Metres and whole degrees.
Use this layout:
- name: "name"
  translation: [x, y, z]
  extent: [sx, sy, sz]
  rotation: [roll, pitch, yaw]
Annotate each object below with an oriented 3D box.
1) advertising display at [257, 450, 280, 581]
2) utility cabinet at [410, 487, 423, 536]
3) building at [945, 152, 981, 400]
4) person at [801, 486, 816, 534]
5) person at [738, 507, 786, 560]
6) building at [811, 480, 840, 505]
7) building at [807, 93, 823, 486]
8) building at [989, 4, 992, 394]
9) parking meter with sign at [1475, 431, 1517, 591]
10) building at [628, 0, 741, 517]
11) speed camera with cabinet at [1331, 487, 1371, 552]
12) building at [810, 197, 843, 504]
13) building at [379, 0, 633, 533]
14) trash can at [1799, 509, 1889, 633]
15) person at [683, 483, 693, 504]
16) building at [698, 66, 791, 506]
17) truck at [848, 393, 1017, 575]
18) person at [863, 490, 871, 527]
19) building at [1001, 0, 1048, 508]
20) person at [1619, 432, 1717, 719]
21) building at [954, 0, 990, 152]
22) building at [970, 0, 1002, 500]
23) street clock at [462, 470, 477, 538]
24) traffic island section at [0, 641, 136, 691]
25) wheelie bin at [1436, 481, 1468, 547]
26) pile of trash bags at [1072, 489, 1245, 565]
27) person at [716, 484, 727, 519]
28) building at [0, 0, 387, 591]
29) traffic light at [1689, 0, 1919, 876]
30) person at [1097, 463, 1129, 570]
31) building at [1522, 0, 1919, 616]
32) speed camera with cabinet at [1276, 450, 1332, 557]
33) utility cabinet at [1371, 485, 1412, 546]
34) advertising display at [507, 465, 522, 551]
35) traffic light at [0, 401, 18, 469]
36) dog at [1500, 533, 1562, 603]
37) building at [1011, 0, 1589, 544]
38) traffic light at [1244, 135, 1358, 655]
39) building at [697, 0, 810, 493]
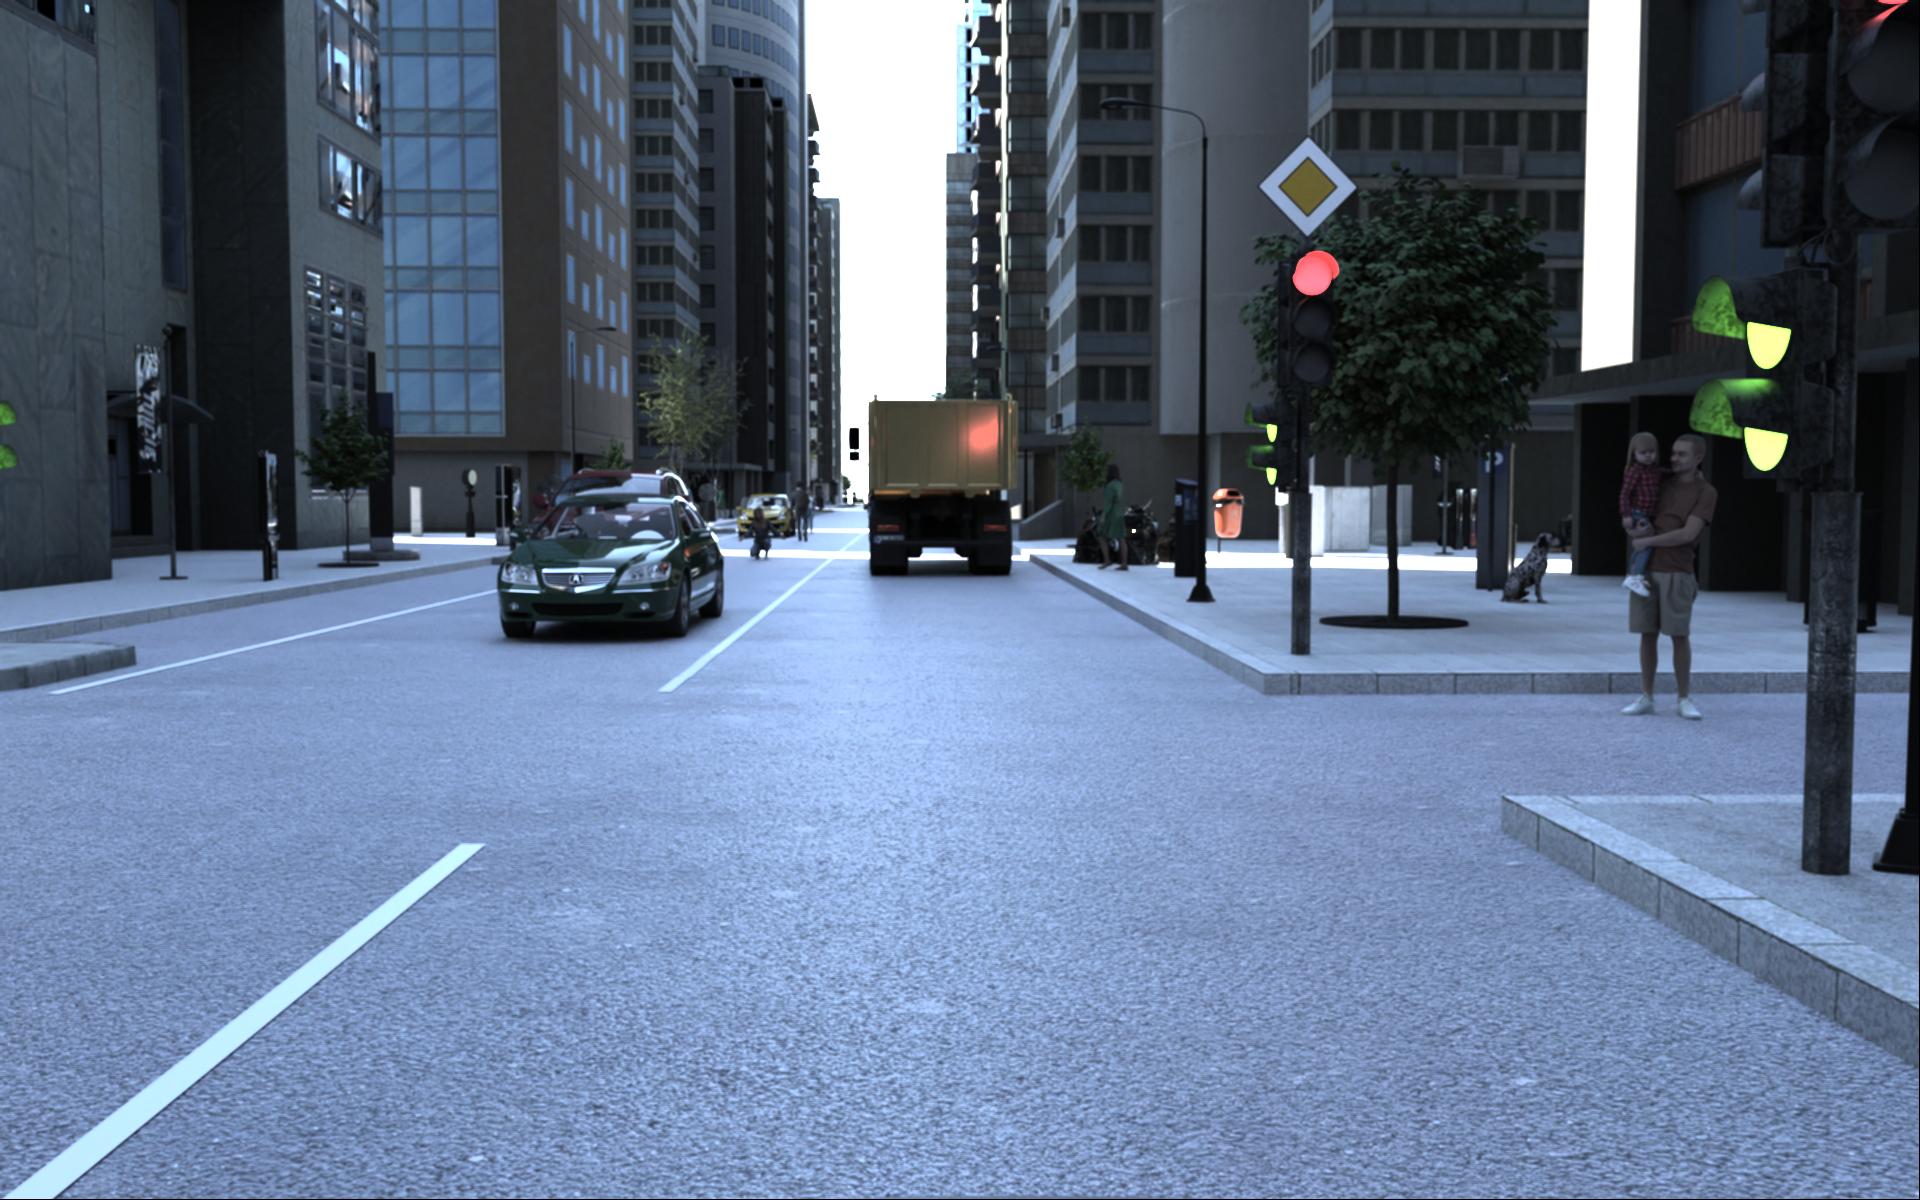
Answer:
- name: "advertising display"
  translation: [-10.303, -1.261, 25.832]
  extent: [0.123, 1.923, 0.974]
  rotation: [-1, 4, -12]
- name: "utility cabinet"
  translation: [-16.333, -2.657, 52.113]
  extent: [0.318, 1.500, 1.173]
  rotation: [-1, 4, -15]
- name: "building"
  translation: [5.137, -32.198, 210.032]
  extent: [14.154, 41.232, 14.086]
  rotation: [0, 4, -2]
- name: "person"
  translation: [-5.479, -3.275, 62.876]
  extent: [0.563, 1.720, 0.643]
  rotation: [-2, 4, -27]
- name: "person"
  translation: [-4.288, -1.464, 37.938]
  extent: [1.012, 1.151, 0.738]
  rotation: [0, 4, 6]
- name: "building"
  translation: [-31.245, -31.817, 212.091]
  extent: [32.217, 40.220, 23.993]
  rotation: [0, 4, -2]
- name: "building"
  translation: [-26.237, -32.482, 185.697]
  extent: [22.147, 44.769, 28.867]
  rotation: [0, 4, -2]
- name: "building"
  translation: [10.647, -42.293, 129.737]
  extent: [20.563, 71.187, 20.611]
  rotation: [0, 4, -2]
- name: "parking meter with sign"
  translation: [7.298, -1.667, 23.511]
  extent: [0.543, 3.016, 1.738]
  rotation: [1, 4, 22]
- name: "building"
  translation: [-28.255, -25.007, 100.742]
  extent: [32.217, 40.220, 23.993]
  rotation: [0, 4, -2]
- name: "speed camera with cabinet"
  translation: [8.094, -2.705, 38.564]
  extent: [2.038, 3.252, 0.660]
  rotation: [-1, 4, -14]
- name: "building"
  translation: [-23.075, -33.519, 231.623]
  extent: [14.154, 41.232, 14.086]
  rotation: [0, 4, -2]
- name: "building"
  translation: [-20.080, -25.213, 62.348]
  extent: [14.600, 45.320, 14.200]
  rotation: [0, 4, -2]
- name: "trash can"
  translation: [8.239, -0.277, 16.191]
  extent: [0.748, 1.137, 0.748]
  rotation: [0, 3, 0]
- name: "person"
  translation: [-12.817, -4.586, 81.045]
  extent: [0.660, 1.820, 0.620]
  rotation: [-1, 4, -10]
- name: "building"
  translation: [-19.365, -21.334, 120.506]
  extent: [14.160, 30.474, 14.107]
  rotation: [0, 4, -2]
- name: "truck"
  translation: [-0.530, -2.345, 34.261]
  extent: [3.469, 3.379, 9.791]
  rotation: [0, 4, -3]
- name: "person"
  translation: [-3.894, -4.082, 75.833]
  extent: [0.643, 1.750, 0.593]
  rotation: [-3, 5, -44]
- name: "building"
  translation: [8.874, -18.975, 81.950]
  extent: [14.160, 30.474, 14.107]
  rotation: [0, 4, -2]
- name: "person"
  translation: [4.516, -0.166, 11.183]
  extent: [0.580, 1.828, 0.573]
  rotation: [0, 4, 0]
- name: "building"
  translation: [8.225, -56.185, 231.291]
  extent: [22.319, 86.520, 31.000]
  rotation: [0, 4, -2]
- name: "building"
  translation: [11.863, -27.590, 105.724]
  extent: [22.147, 44.769, 28.867]
  rotation: [0, 4, -2]
- name: "street clock"
  translation: [-14.448, -2.844, 51.070]
  extent: [0.358, 2.002, 0.471]
  rotation: [1, 4, 18]
- name: "traffic island section"
  translation: [-7.887, 0.531, 13.594]
  extent: [2.009, 0.180, 2.903]
  rotation: [0, 4, -2]
- name: "wheelie bin"
  translation: [12.140, -2.116, 42.510]
  extent: [0.693, 1.594, 0.980]
  rotation: [-1, 4, -21]
- name: "pile of trash bags"
  translation: [3.926, -1.396, 32.569]
  extent: [3.447, 1.369, 1.912]
  rotation: [-2, 4, -31]
- name: "person"
  translation: [-12.134, -5.008, 88.167]
  extent: [0.529, 1.795, 0.600]
  rotation: [0, 4, -7]
- name: "building"
  translation: [-24.031, -43.756, 28.080]
  extent: [22.319, 86.520, 31.000]
  rotation: [0, 4, -2]
- name: "traffic light"
  translation: [2.926, -1.031, 5.778]
  extent: [0.839, 4.253, 0.868]
  rotation: [0, 4, -2]
- name: "person"
  translation: [2.572, -1.395, 29.093]
  extent: [0.529, 1.795, 0.600]
  rotation: [1, 4, 20]
- name: "building"
  translation: [23.179, -22.531, 23.011]
  extent: [28.867, 44.769, 22.147]
  rotation: [0, 4, -2]
- name: "speed camera with cabinet"
  translation: [7.055, -2.542, 35.903]
  extent: [0.660, 3.252, 2.038]
  rotation: [0, 4, -2]
- name: "utility cabinet"
  translation: [10.656, -2.088, 42.810]
  extent: [0.318, 1.500, 1.173]
  rotation: [-2, 4, -26]
- name: "advertising display"
  translation: [-10.120, -2.088, 39.345]
  extent: [0.123, 1.923, 0.974]
  rotation: [0, 4, -3]
- name: "traffic light"
  translation: [-7.847, -1.501, 13.460]
  extent: [0.839, 4.253, 0.868]
  rotation: [0, 4, -2]
- name: "dog"
  translation: [6.684, -0.382, 20.630]
  extent: [0.513, 0.831, 0.800]
  rotation: [-2, 4, -28]
- name: "building"
  translation: [15.516, -22.198, 54.822]
  extent: [32.217, 40.220, 23.993]
  rotation: [0, 4, -2]
- name: "traffic light"
  translation: [2.710, -1.519, 13.760]
  extent: [0.839, 4.253, 0.868]
  rotation: [0, 4, -2]
- name: "building"
  translation: [-23.749, -36.643, 141.113]
  extent: [21.231, 58.520, 28.212]
  rotation: [0, 4, -2]
